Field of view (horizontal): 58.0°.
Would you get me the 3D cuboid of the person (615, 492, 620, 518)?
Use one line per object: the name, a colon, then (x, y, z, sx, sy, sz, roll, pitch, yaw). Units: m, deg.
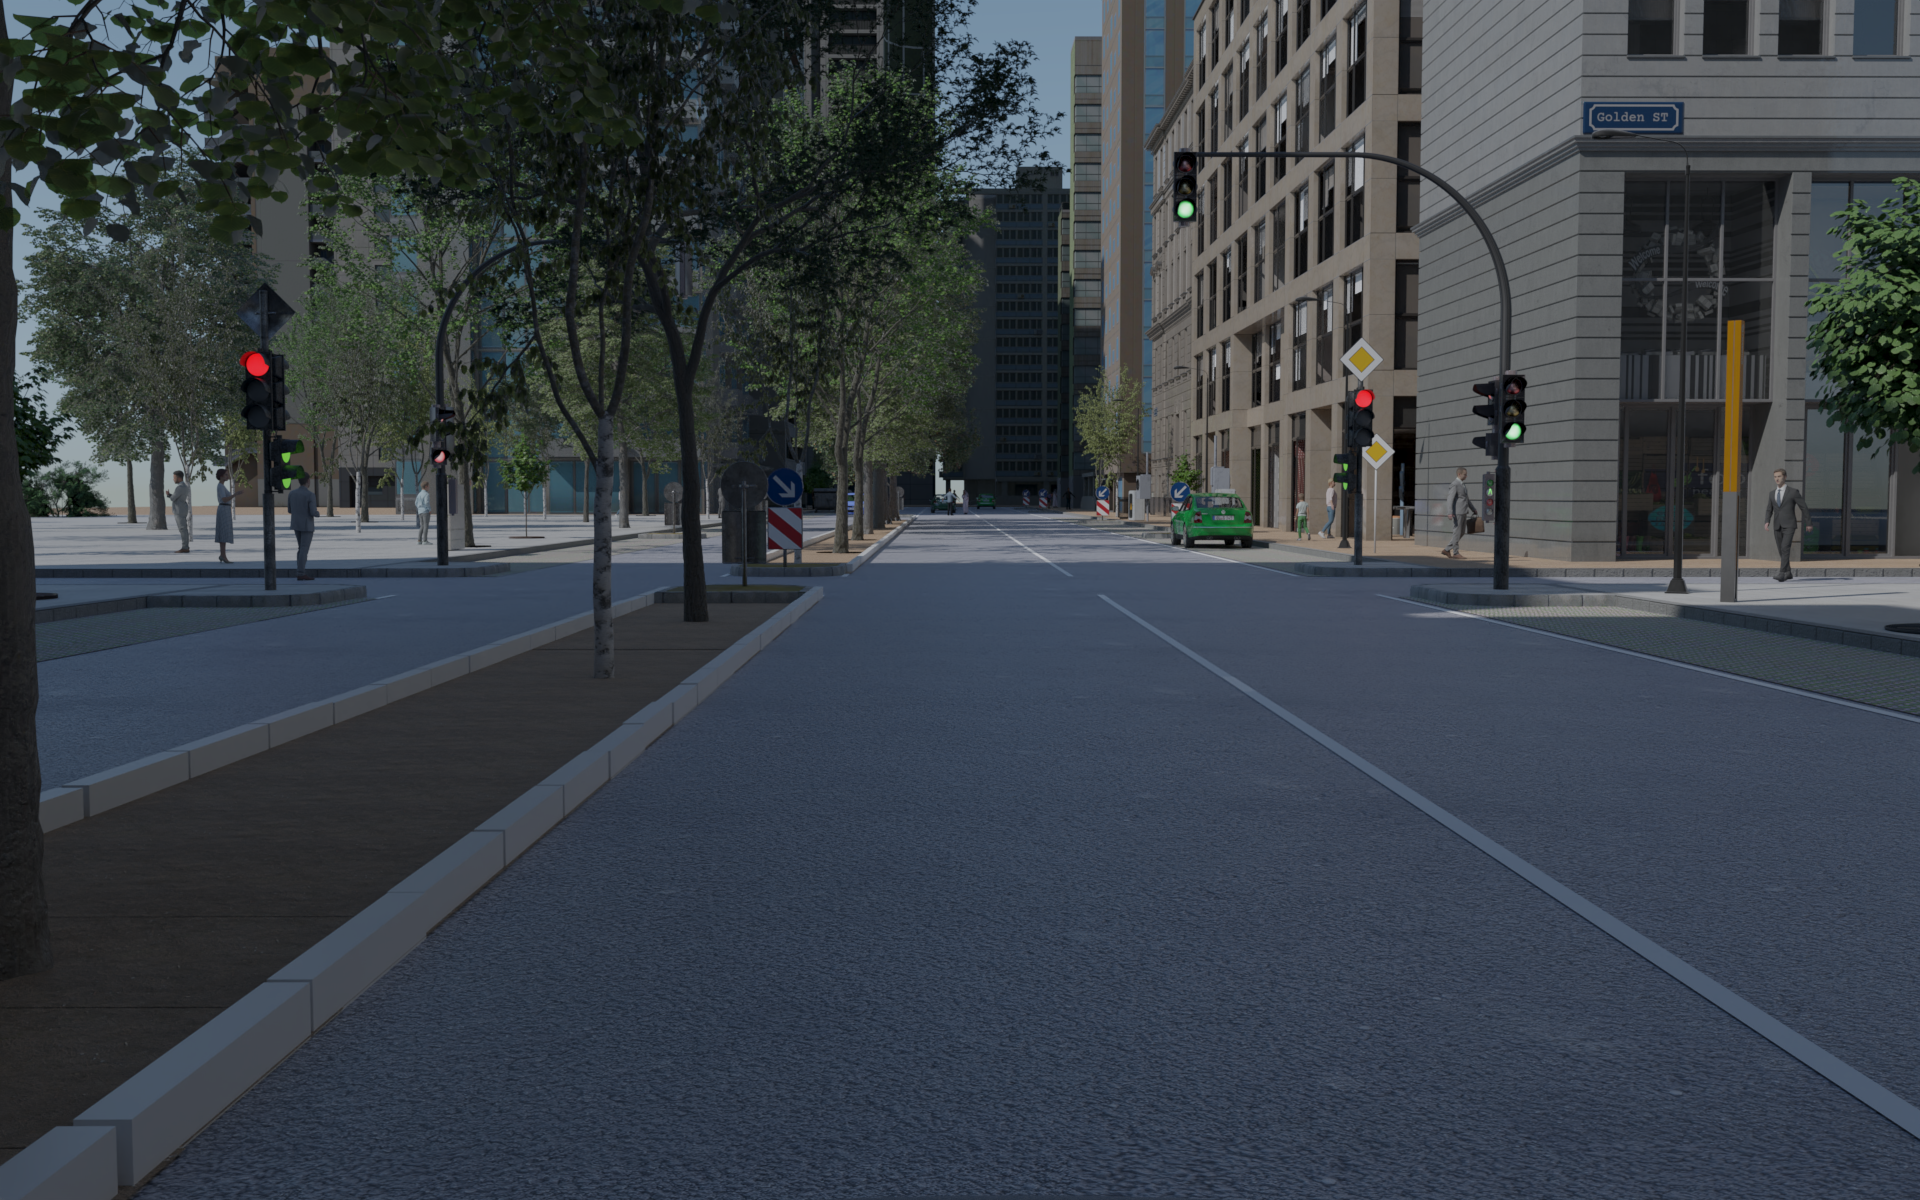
person: (-18.027, -5.205, 91.810, 0.598, 1.740, 0.731, -2, 4, -34)

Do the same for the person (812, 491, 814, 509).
person: (-12.293, -8.540, 146.196, 0.721, 1.766, 1.217, 0, 4, 8)

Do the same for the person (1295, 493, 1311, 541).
person: (9.440, -2.284, 47.628, 0.306, 1.304, 0.590, -1, 4, -21)

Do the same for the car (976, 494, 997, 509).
car: (2.502, -9.548, 164.909, 1.959, 1.807, 4.718, 0, 4, 1)

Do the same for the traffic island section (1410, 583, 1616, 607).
traffic island section: (7.294, -0.064, 23.335, 2.009, 0.180, 2.903, 0, 4, -1)

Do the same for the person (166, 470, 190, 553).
person: (-17.081, -1.932, 37.817, 0.466, 1.800, 0.511, -2, 4, -26)

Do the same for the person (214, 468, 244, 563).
person: (-13.539, -1.557, 32.077, 0.524, 1.755, 0.480, -2, 4, -25)

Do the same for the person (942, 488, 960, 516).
person: (-0.644, -6.547, 115.525, 1.348, 1.826, 0.705, 2, 4, 29)

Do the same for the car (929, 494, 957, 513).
car: (-1.281, -7.313, 131.358, 2.131, 1.459, 4.920, 0, 4, -2)

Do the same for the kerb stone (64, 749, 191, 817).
kerb stone: (-3.901, 0.860, 8.132, 0.120, 0.150, 1.000, 0, 4, -1)

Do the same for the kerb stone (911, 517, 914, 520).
kerb stone: (-2.574, -4.064, 88.693, 0.120, 0.150, 1.000, 0, 4, -1)

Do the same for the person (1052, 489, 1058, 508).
person: (9.034, -9.603, 163.720, 0.621, 1.740, 0.551, 0, 4, -7)

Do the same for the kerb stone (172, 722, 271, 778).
kerb stone: (-3.914, 0.797, 9.161, 0.120, 0.150, 1.000, 0, 4, -1)

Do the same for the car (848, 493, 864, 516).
car: (-6.698, -6.189, 110.781, 1.945, 1.707, 3.694, 0, 4, 1)

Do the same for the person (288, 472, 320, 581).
person: (-10.872, -1.234, 28.869, 0.606, 1.804, 0.583, 1, 4, 19)

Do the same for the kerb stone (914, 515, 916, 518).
kerb stone: (-2.629, -4.443, 94.833, 0.120, 0.150, 1.000, 0, 4, -1)

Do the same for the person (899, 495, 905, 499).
person: (-5.568, -9.414, 162.420, 1.348, 1.824, 0.705, 3, 5, 45)

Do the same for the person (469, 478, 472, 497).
person: (-15.539, -2.935, 54.372, 0.444, 1.785, 0.601, 0, 4, 7)

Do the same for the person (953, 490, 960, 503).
person: (-0.481, -8.896, 154.047, 0.705, 1.812, 1.348, -3, 5, -40)

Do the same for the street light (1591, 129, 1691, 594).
street light: (8.733, -3.038, 22.216, 1.470, 5.913, 1.316, 0, 4, -1)

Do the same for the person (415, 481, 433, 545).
person: (-13.533, -2.199, 43.805, 0.330, 1.601, 0.589, -3, 4, -38)

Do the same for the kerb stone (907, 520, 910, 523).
kerb stone: (-2.468, -3.440, 78.438, 0.120, 0.150, 1.000, 0, 4, -1)

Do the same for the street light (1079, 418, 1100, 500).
street light: (8.005, -8.171, 106.133, 1.470, 5.913, 1.316, 0, 4, -1)

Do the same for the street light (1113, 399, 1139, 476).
street light: (8.153, -6.855, 84.613, 1.470, 5.913, 1.316, 0, 4, -1)

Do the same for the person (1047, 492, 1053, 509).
person: (7.917, -8.755, 152.414, 0.421, 1.427, 0.697, -3, 5, -41)

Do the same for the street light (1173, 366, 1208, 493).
street light: (8.418, -5.522, 62.827, 1.470, 5.913, 1.316, 0, 4, -1)

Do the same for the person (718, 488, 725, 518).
person: (-12.514, -5.229, 91.343, 0.447, 1.846, 0.655, -3, 4, -36)

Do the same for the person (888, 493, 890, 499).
person: (-6.038, -8.880, 154.132, 0.683, 1.767, 0.568, -1, 4, -17)

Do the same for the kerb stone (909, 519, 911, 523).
kerb stone: (-2.515, -3.628, 81.507, 0.120, 0.150, 1.000, 0, 4, -1)

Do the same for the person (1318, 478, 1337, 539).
person: (10.606, -2.639, 49.862, 0.598, 1.740, 0.731, -1, 4, -15)

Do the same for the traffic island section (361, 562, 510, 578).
traffic island section: (-9.322, -0.544, 31.169, 2.009, 0.180, 2.903, 0, 4, -1)

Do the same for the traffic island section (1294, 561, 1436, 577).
traffic island section: (7.219, -0.553, 31.320, 2.009, 0.180, 2.903, 0, 4, -1)

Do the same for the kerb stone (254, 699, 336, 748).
kerb stone: (-3.925, 0.734, 10.189, 0.120, 0.150, 1.000, 0, 4, -1)

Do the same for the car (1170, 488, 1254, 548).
car: (6.802, -2.339, 47.033, 1.959, 1.807, 4.718, 0, 4, 0)

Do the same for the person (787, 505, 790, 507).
person: (-12.618, -7.430, 127.543, 0.705, 1.822, 1.348, -2, 4, -34)

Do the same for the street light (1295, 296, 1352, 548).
street light: (8.572, -4.179, 40.863, 1.470, 5.913, 1.316, 0, 4, -1)

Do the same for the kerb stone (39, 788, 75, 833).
kerb stone: (-3.899, 0.929, 7.095, 0.120, 0.150, 1.000, 0, 4, -1)

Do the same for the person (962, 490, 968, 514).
person: (0.356, -6.897, 121.936, 0.551, 1.740, 0.621, 1, 4, 17)

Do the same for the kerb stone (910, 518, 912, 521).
kerb stone: (-2.522, -3.753, 83.556, 0.120, 0.150, 1.000, 0, 4, -1)

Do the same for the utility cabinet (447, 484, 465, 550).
utility cabinet: (-11.620, -1.885, 39.505, 0.318, 1.500, 1.173, 0, 4, -1)

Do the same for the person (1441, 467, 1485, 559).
person: (9.906, -1.719, 34.276, 0.853, 1.813, 0.709, 3, 4, 36)

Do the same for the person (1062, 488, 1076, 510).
person: (8.951, -8.350, 142.593, 1.348, 1.821, 0.705, -2, 4, -30)

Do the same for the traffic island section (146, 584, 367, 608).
traffic island section: (-9.246, -0.055, 23.184, 2.009, 0.180, 2.903, 0, 4, -1)

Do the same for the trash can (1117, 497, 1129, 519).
trash can: (8.487, -4.772, 89.680, 0.748, 1.137, 0.748, 0, 3, 0)

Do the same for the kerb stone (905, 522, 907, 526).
kerb stone: (-2.429, -3.123, 73.315, 0.120, 0.150, 1.000, 0, 4, -1)

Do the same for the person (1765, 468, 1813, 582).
person: (13.479, -1.229, 28.380, 0.755, 1.850, 0.659, -2, 4, -33)
